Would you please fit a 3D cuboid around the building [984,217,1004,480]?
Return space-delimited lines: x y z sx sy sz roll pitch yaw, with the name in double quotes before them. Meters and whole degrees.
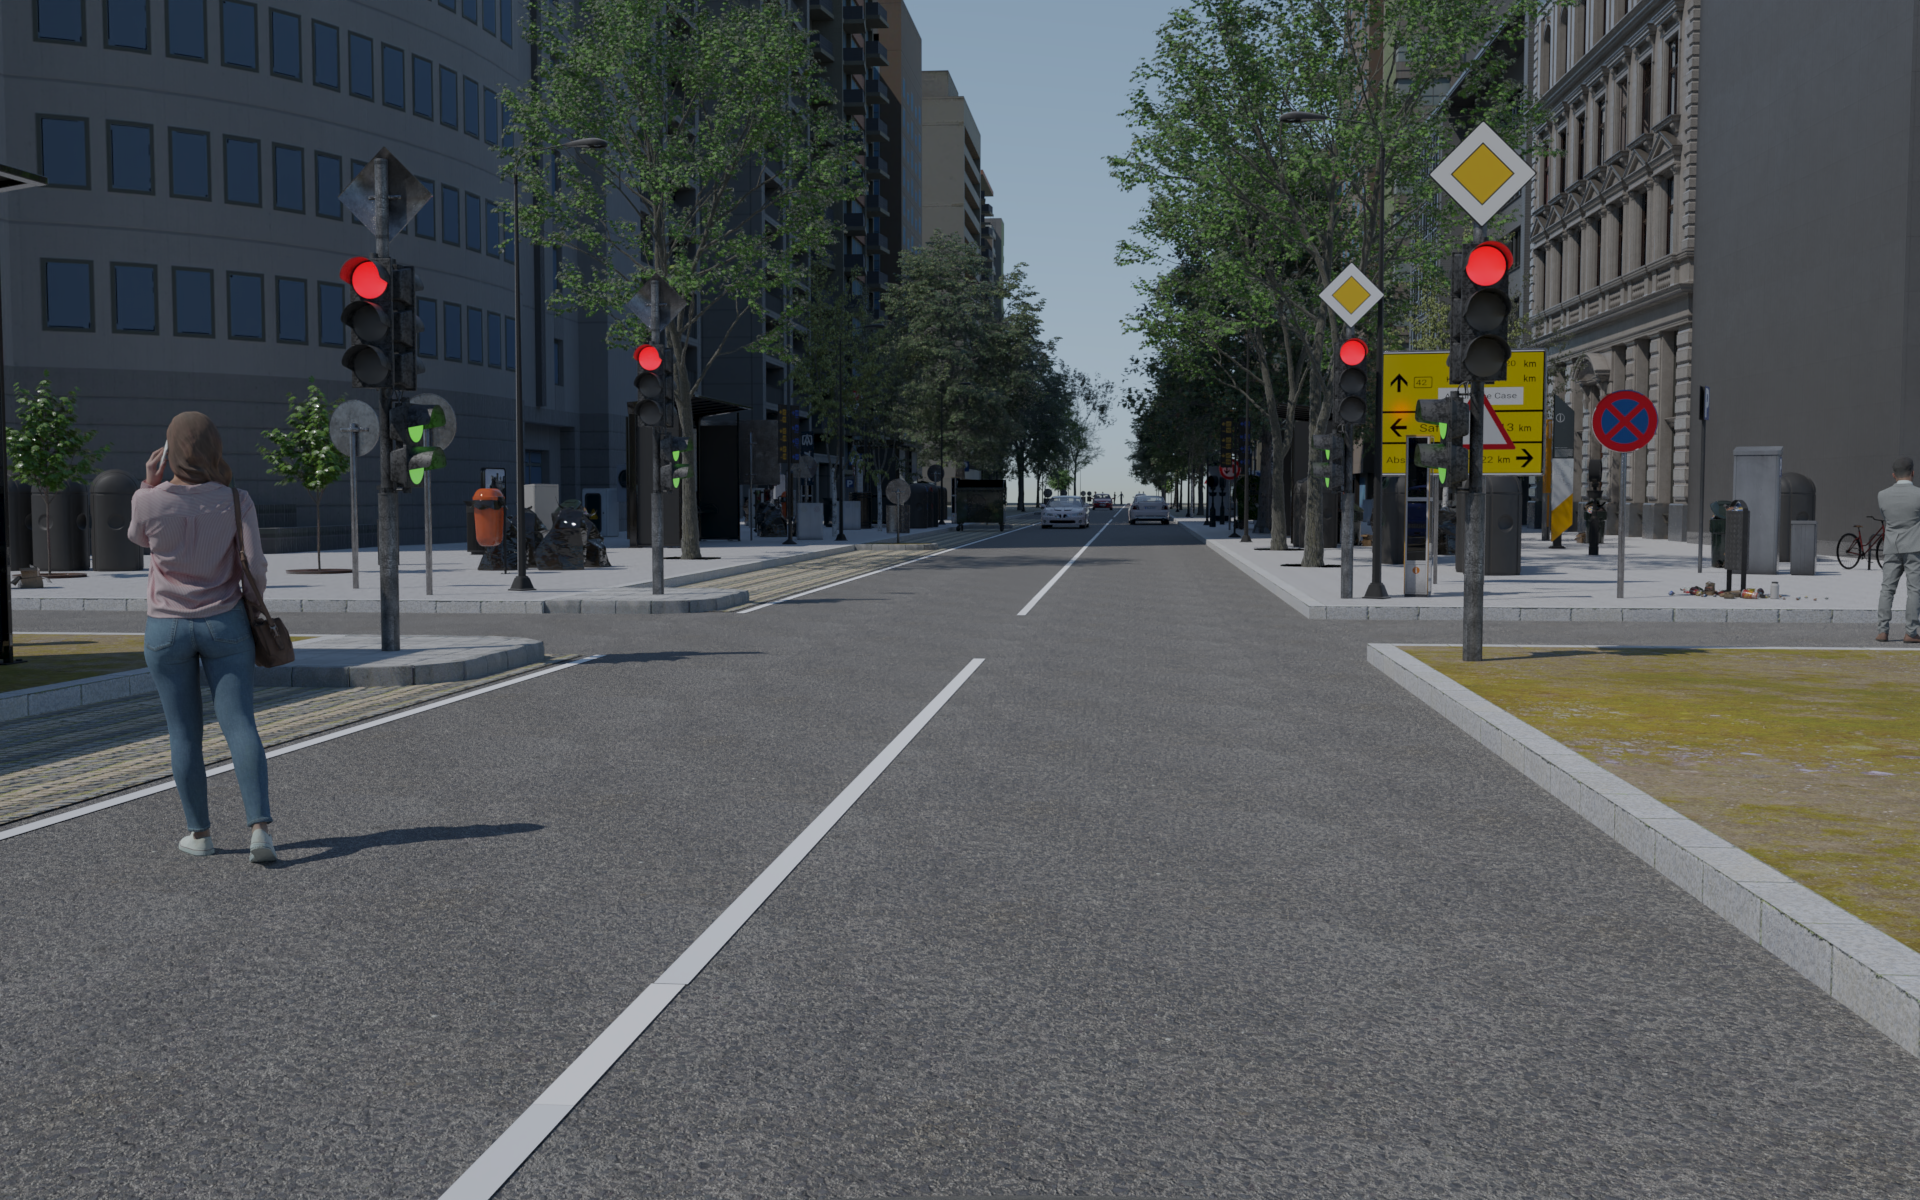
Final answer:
"building" -1.162 -34.647 250.074 14.154 41.232 14.086 0 4 6

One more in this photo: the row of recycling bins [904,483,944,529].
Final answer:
"row of recycling bins" -1.503 -3.588 65.773 1.069 1.692 3.534 1 4 9

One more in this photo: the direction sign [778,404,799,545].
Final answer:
"direction sign" -4.350 -3.185 44.066 0.379 3.537 0.876 2 4 30

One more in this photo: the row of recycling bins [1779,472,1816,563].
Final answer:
"row of recycling bins" 16.049 -1.646 34.031 1.069 1.692 3.534 1 4 18

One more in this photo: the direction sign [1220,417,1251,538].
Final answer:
"direction sign" 8.133 -3.621 51.195 0.876 3.537 0.379 0 4 3

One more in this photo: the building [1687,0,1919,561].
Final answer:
"building" 30.078 -14.842 36.178 24.014 27.812 14.314 0 4 6

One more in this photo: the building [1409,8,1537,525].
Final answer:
"building" 29.875 -15.907 79.140 14.314 24.678 30.058 0 4 6

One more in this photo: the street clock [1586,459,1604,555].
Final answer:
"street clock" 13.288 -1.938 36.264 0.358 2.002 0.471 2 4 26

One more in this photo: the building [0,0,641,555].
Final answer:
"building" -23.133 -30.898 47.189 21.231 58.520 28.212 0 4 6

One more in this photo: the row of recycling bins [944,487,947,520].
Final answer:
"row of recycling bins" -1.152 -4.883 86.948 1.069 1.692 3.534 0 4 4

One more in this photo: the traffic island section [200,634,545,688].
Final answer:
"traffic island section" -4.684 0.494 14.201 2.009 0.180 2.903 0 4 6

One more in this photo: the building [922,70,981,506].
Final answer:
"building" -9.116 -35.448 203.278 21.300 48.544 21.600 0 4 6

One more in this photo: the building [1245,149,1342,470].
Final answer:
"building" 47.604 -34.772 223.139 22.147 44.769 28.867 0 4 6

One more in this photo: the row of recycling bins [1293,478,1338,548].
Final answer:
"row of recycling bins" 8.661 -2.166 42.527 1.069 1.692 3.534 0 4 8

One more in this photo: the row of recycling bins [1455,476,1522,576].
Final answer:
"row of recycling bins" 8.743 -1.324 28.760 1.069 1.692 3.534 1 4 15

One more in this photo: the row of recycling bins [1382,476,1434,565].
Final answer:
"row of recycling bins" 8.545 -1.590 33.115 1.069 1.692 3.534 1 4 15

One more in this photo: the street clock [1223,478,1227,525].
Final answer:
"street clock" 10.987 -4.156 72.522 0.358 2.002 0.471 1 4 17

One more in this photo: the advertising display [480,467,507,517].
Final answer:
"advertising display" -11.314 -2.252 42.029 0.123 1.923 0.974 1 4 16

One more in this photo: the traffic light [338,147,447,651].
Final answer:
"traffic light" -4.645 -1.538 14.063 0.839 4.253 0.868 0 4 6

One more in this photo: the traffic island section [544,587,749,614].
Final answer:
"traffic island section" -3.877 0.008 22.146 2.009 0.180 2.903 0 4 6

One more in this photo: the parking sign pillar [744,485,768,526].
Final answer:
"parking sign pillar" -7.985 -4.977 69.852 1.447 3.967 1.447 -1 4 -10

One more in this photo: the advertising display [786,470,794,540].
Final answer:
"advertising display" -4.544 -2.506 46.189 0.123 1.923 0.974 -1 4 -10

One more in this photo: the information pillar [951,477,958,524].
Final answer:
"information pillar" -0.172 -4.312 74.988 0.304 2.012 0.304 -3 4 -38

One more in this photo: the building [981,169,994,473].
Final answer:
"building" -7.160 -35.132 229.026 22.147 44.769 28.867 0 4 6

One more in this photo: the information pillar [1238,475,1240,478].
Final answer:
"information pillar" 10.783 -3.760 65.964 0.304 2.012 0.304 3 4 38

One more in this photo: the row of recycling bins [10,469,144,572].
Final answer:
"row of recycling bins" -15.434 -1.343 29.074 3.534 1.692 1.069 0 4 7

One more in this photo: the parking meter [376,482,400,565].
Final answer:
"parking meter" -10.329 -1.398 31.273 0.372 1.533 0.369 0 3 0

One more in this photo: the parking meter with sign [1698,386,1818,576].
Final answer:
"parking meter with sign" 12.739 -1.919 27.644 1.738 3.016 0.543 2 4 30

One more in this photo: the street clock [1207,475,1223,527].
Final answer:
"street clock" 9.816 -3.832 67.228 0.358 2.002 0.471 -2 4 -26

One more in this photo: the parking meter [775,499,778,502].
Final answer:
"parking meter" -9.940 -5.438 94.627 0.255 1.863 0.399 -1 4 -23

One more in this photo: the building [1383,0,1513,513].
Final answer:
"building" 32.770 -25.841 106.090 14.154 41.232 14.086 0 4 6

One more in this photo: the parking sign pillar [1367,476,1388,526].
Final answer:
"parking sign pillar" 17.362 -5.024 70.615 1.447 3.967 1.447 2 4 34

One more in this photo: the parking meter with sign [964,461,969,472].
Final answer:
"parking meter with sign" 0.401 -5.927 93.172 0.543 3.016 1.738 1 4 13

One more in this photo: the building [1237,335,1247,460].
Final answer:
"building" 46.693 -36.374 244.818 14.600 45.320 14.200 0 4 6

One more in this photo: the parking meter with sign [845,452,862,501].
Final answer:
"parking meter with sign" -4.468 -4.571 71.000 0.543 3.016 1.738 1 4 10

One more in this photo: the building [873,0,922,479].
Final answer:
"building" -11.117 -30.894 155.233 14.600 45.320 14.200 0 4 6

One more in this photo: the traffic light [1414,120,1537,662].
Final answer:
"traffic light" 3.924 -1.486 13.212 0.839 4.253 0.868 0 4 6

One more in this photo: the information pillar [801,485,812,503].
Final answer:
"information pillar" -5.762 -3.711 65.163 0.304 2.012 0.304 2 4 31

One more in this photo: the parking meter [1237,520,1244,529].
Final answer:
"parking meter" 10.410 -3.600 64.573 0.255 1.863 0.399 3 4 38

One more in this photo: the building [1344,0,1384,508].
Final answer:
"building" 34.303 -28.739 119.999 14.600 45.320 14.200 0 4 6

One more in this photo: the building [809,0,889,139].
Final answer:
"building" -17.456 -29.337 134.288 22.147 44.769 28.867 0 4 6

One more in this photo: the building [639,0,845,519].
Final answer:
"building" -18.222 -41.008 108.739 20.563 71.187 20.611 0 4 6

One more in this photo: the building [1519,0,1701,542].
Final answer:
"building" 25.011 -13.790 54.340 11.050 23.489 19.941 0 4 6

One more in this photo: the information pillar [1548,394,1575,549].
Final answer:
"information pillar" 14.087 -3.007 40.518 0.504 3.616 0.183 0 4 -1

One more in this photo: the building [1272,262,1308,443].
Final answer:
"building" 42.726 -26.332 202.226 14.160 30.474 14.107 0 4 6

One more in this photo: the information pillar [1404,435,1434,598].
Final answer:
"information pillar" 5.716 -1.045 21.576 0.304 2.012 0.304 2 4 24

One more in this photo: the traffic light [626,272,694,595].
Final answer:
"traffic light" -3.838 -2.024 22.007 0.839 4.253 0.868 0 4 6

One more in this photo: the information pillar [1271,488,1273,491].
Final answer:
"information pillar" 11.725 -3.673 64.545 0.304 2.012 0.304 3 4 36

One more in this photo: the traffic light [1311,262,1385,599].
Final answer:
"traffic light" 4.731 -1.972 21.156 0.839 4.253 0.868 0 4 6
